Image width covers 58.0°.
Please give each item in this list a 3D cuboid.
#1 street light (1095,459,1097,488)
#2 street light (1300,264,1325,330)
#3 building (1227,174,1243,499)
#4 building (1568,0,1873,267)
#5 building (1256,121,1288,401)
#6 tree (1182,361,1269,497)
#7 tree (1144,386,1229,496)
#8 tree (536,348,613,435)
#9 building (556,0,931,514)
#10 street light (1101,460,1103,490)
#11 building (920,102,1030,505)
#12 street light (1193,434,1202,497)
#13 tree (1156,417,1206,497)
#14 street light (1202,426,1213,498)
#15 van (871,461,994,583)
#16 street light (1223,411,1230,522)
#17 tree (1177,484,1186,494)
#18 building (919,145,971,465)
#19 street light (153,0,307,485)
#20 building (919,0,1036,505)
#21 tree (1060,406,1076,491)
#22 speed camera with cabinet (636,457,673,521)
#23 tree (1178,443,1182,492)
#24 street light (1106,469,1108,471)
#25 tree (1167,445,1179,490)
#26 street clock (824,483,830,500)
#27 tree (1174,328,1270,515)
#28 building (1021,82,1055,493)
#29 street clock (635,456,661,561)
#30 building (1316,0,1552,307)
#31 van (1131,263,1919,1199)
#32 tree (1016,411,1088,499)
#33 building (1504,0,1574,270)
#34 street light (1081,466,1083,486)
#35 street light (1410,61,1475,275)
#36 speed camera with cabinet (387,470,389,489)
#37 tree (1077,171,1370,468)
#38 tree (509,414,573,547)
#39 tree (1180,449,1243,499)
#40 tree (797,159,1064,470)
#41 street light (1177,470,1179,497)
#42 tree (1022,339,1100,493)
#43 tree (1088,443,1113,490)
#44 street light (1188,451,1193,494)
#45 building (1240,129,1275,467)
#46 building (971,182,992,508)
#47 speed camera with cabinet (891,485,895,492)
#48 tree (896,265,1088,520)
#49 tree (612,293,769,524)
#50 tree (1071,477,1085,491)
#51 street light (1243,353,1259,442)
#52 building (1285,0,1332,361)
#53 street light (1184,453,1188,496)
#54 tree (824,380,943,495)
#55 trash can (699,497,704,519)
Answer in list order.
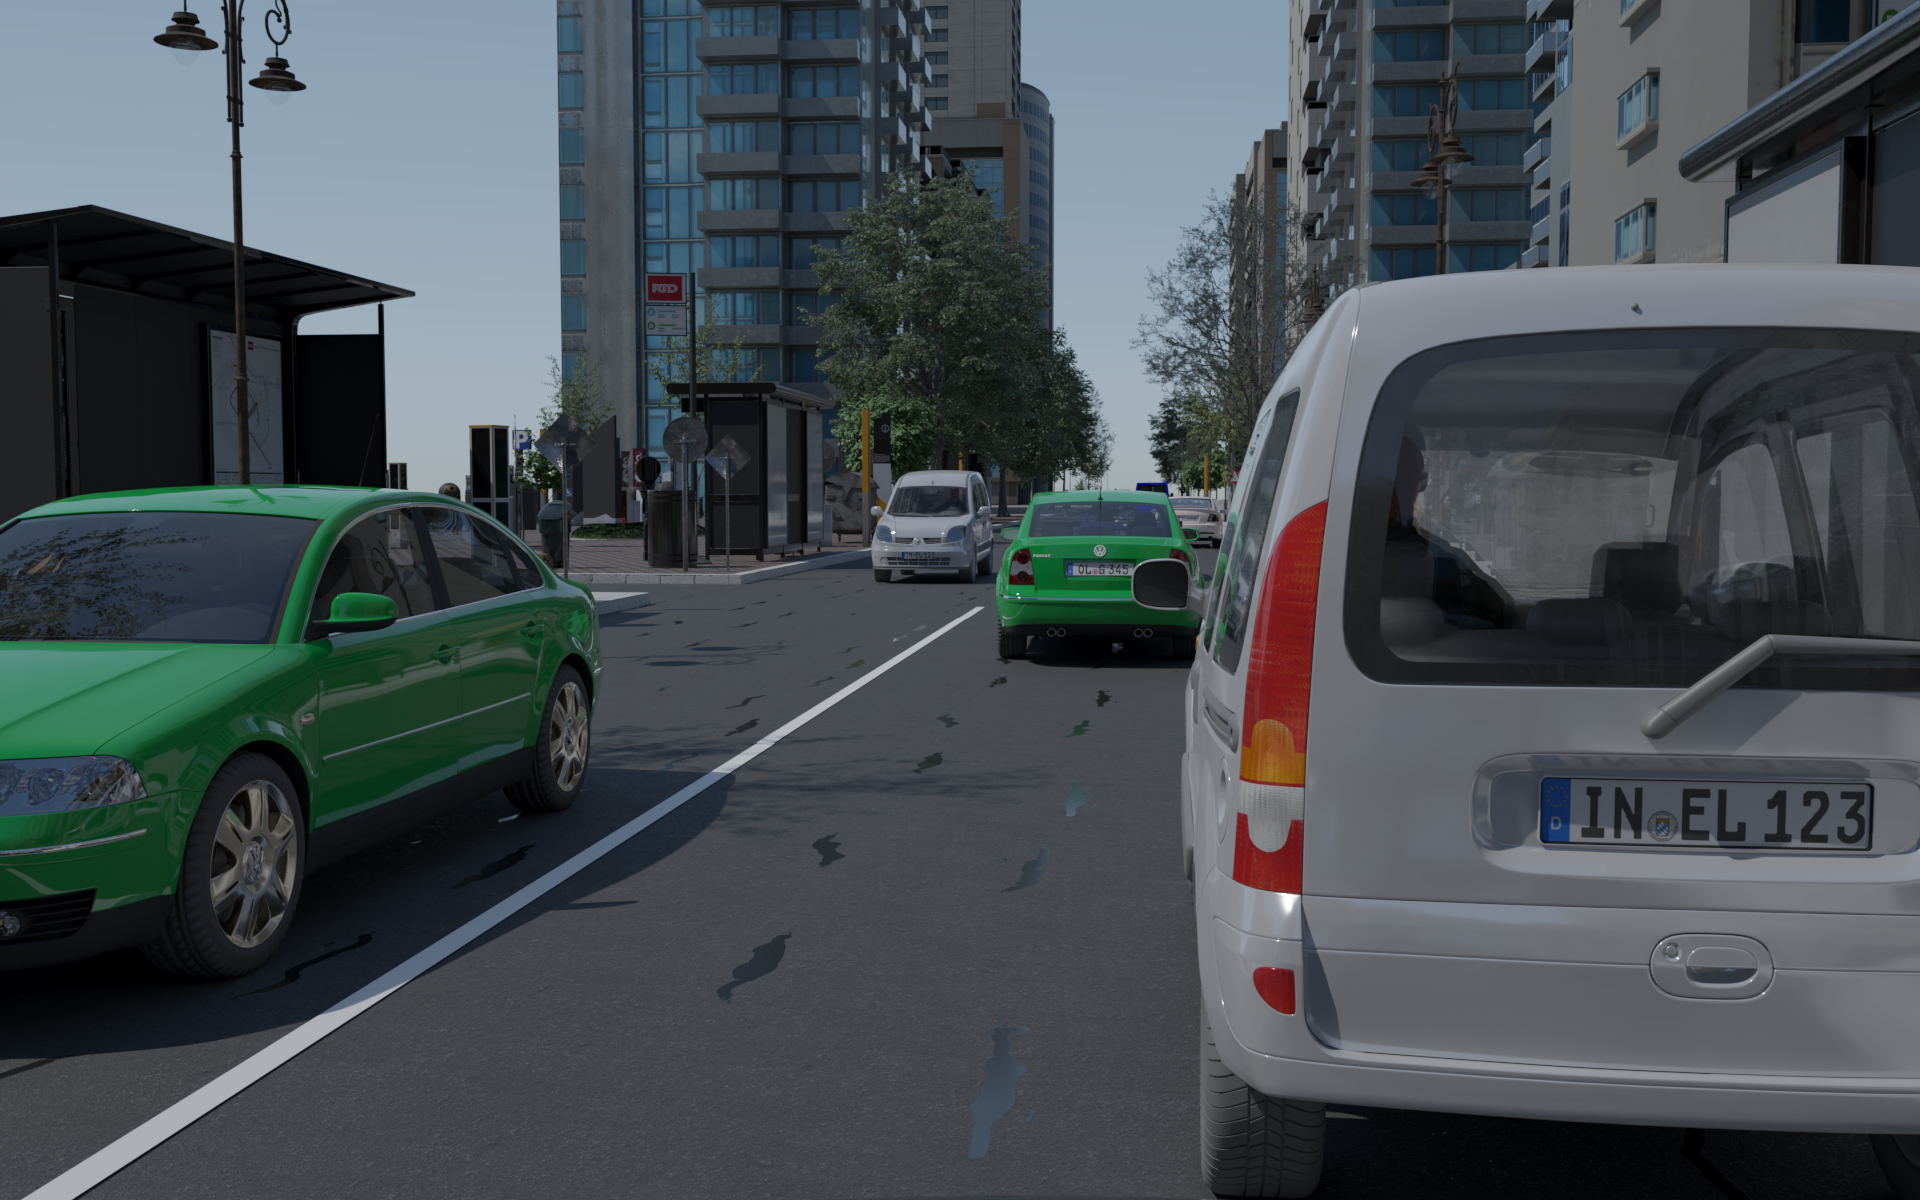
[{"bbox_3d":[16.488,-14.568,210.975,0.468,5.910,1.993,0,4,7],"label":"street light"},{"bbox_3d":[7.122,-3.800,34.925,0.468,5.910,1.993,0,4,7],"label":"street light"},{"bbox_3d":[49.551,-38.139,247.270,21.300,48.544,21.600,0,4,7],"label":"building"},{"bbox_3d":[27.235,-25.629,42.733,21.600,48.544,21.300,0,4,7],"label":"building"},{"bbox_3d":[42.952,-34.123,208.029,14.600,45.320,14.200,0,4,7],"label":"building"},{"bbox_3d":[14.465,-8.533,89.882,4.360,8.622,3.978,0,3,0],"label":"tree"},{"bbox_3d":[26.771,-18.191,204.081,9.857,13.997,8.962,0,3,0],"label":"tree"},{"bbox_3d":[-19.630,-8.414,87.929,4.737,8.622,4.395,0,3,0],"label":"tree"},{"bbox_3d":[-14.070,-30.655,120.814,23.786,49.044,30.456,0,4,7],"label":"building"},{"bbox_3d":[19.054,-15.920,233.074,0.468,5.910,1.993,0,4,7],"label":"street light"},{"bbox_3d":[0.683,-33.802,202.774,14.600,45.320,14.200,0,4,7],"label":"building"},{"bbox_3d":[18.282,-9.761,132.386,0.468,5.910,1.993,0,4,7],"label":"street light"},{"bbox_3d":[29.107,-18.459,227.552,9.928,11.665,9.643,0,3,0],"label":"tree"},{"bbox_3d":[15.684,-8.349,109.299,0.468,5.910,1.993,0,4,7],"label":"street light"},{"bbox_3d":[-0.413,-1.369,29.391,2.013,2.044,4.112,0,4,7],"label":"van"},{"bbox_3d":[12.152,-6.504,79.134,0.468,5.910,1.993,0,4,7],"label":"street light"},{"bbox_3d":[31.291,-15.173,242.681,1.663,3.219,1.824,0,3,0],"label":"tree"},{"bbox_3d":[-7.088,-22.767,143.946,14.160,30.474,14.107,0,4,7],"label":"building"},{"bbox_3d":[-5.975,-2.543,14.371,0.468,5.910,1.993,0,4,7],"label":"street light"},{"bbox_3d":[-0.617,-47.843,220.491,20.563,71.187,20.611,0,4,7],"label":"building"},{"bbox_3d":[9.517,-15.251,159.717,12.009,13.543,11.850,0,3,0],"label":"tree"},{"bbox_3d":[-12.407,-4.728,71.643,0.660,3.252,2.038,3,5,41],"label":"speed camera with cabinet"},{"bbox_3d":[23.569,-13.152,165.396,4.360,8.622,3.978,0,3,0],"label":"tree"},{"bbox_3d":[21.690,-17.277,255.270,0.468,5.910,1.993,0,4,7],"label":"street light"},{"bbox_3d":[24.644,-14.384,185.547,4.360,8.622,3.978,0,3,0],"label":"tree"},{"bbox_3d":[-8.131,-6.151,105.133,0.471,2.002,0.358,0,4,-1],"label":"street clock"},{"bbox_3d":[11.522,-7.641,75.288,4.737,8.622,4.395,0,3,0],"label":"tree"},{"bbox_3d":[1.963,-43.012,245.245,21.231,58.520,28.212,0,4,7],"label":"building"},{"bbox_3d":[-5.994,-1.757,33.296,0.471,2.002,0.358,-1,4,-20],"label":"street clock"},{"bbox_3d":[37.648,-30.886,124.599,23.786,49.044,30.456,0,4,7],"label":"building"},{"bbox_3d":[1.473,0.135,4.808,2.013,2.044,4.112,0,4,7],"label":"van"},{"bbox_3d":[4.710,-9.767,110.050,4.737,8.622,4.395,0,3,0],"label":"tree"},{"bbox_3d":[35.559,-46.958,80.439,22.319,86.520,31.000,0,4,7],"label":"building"},{"bbox_3d":[12.157,-12.209,172.404,0.468,5.910,1.993,0,4,7],"label":"street light"},{"bbox_3d":[5.274,-2.832,19.091,0.468,5.910,1.993,0,4,7],"label":"street light"},{"bbox_3d":[-20.709,-4.062,60.754,0.660,3.252,2.038,1,4,9],"label":"speed camera with cabinet"},{"bbox_3d":[11.450,-9.515,65.934,12.009,13.543,11.850,0,3,0],"label":"tree"},{"bbox_3d":[-10.043,-2.912,42.207,1.663,3.219,1.824,0,3,0],"label":"tree"},{"bbox_3d":[16.631,-7.884,112.612,4.285,4.588,4.351,0,3,0],"label":"tree"},{"bbox_3d":[-1.003,-9.715,65.497,9.857,13.997,8.962,0,3,0],"label":"tree"},{"bbox_3d":[30.378,-16.210,237.828,0.468,5.910,1.993,0,4,7],"label":"street light"},{"bbox_3d":[5.299,-12.401,120.878,7.486,12.596,7.792,0,3,0],"label":"tree"},{"bbox_3d":[14.612,-15.212,199.072,4.737,8.622,4.395,0,3,0],"label":"tree"},{"bbox_3d":[21.008,-11.175,155.497,0.468,5.910,1.993,0,4,7],"label":"street light"},{"bbox_3d":[48.264,-36.800,225.387,21.300,48.544,21.600,0,4,7],"label":"building"},{"bbox_3d":[-4.745,-23.625,157.963,14.160,30.474,14.107,0,4,7],"label":"building"},{"bbox_3d":[-2.287,-4.905,74.531,0.660,3.252,2.038,3,5,45],"label":"speed camera with cabinet"},{"bbox_3d":[1.181,-10.289,85.225,9.611,12.733,9.660,0,3,0],"label":"tree"},{"bbox_3d":[-9.294,-6.866,62.628,4.737,8.622,4.395,0,3,0],"label":"tree"},{"bbox_3d":[13.361,-12.021,191.142,1.663,3.219,1.824,0,3,0],"label":"tree"},{"bbox_3d":[9.562,-5.153,57.038,0.468,5.910,1.993,0,4,7],"label":"street light"},{"bbox_3d":[43.434,-34.493,153.203,28.713,52.752,27.495,0,4,7],"label":"building"},{"bbox_3d":[23.580,-12.561,178.153,0.468,5.910,1.993,0,4,7],"label":"street light"},{"bbox_3d":[-2.124,-4.061,50.113,4.285,4.588,4.351,0,3,0],"label":"tree"},{"bbox_3d":[-13.811,-4.854,91.018,0.748,1.137,0.748,0,3,0],"label":"trash can"}]
